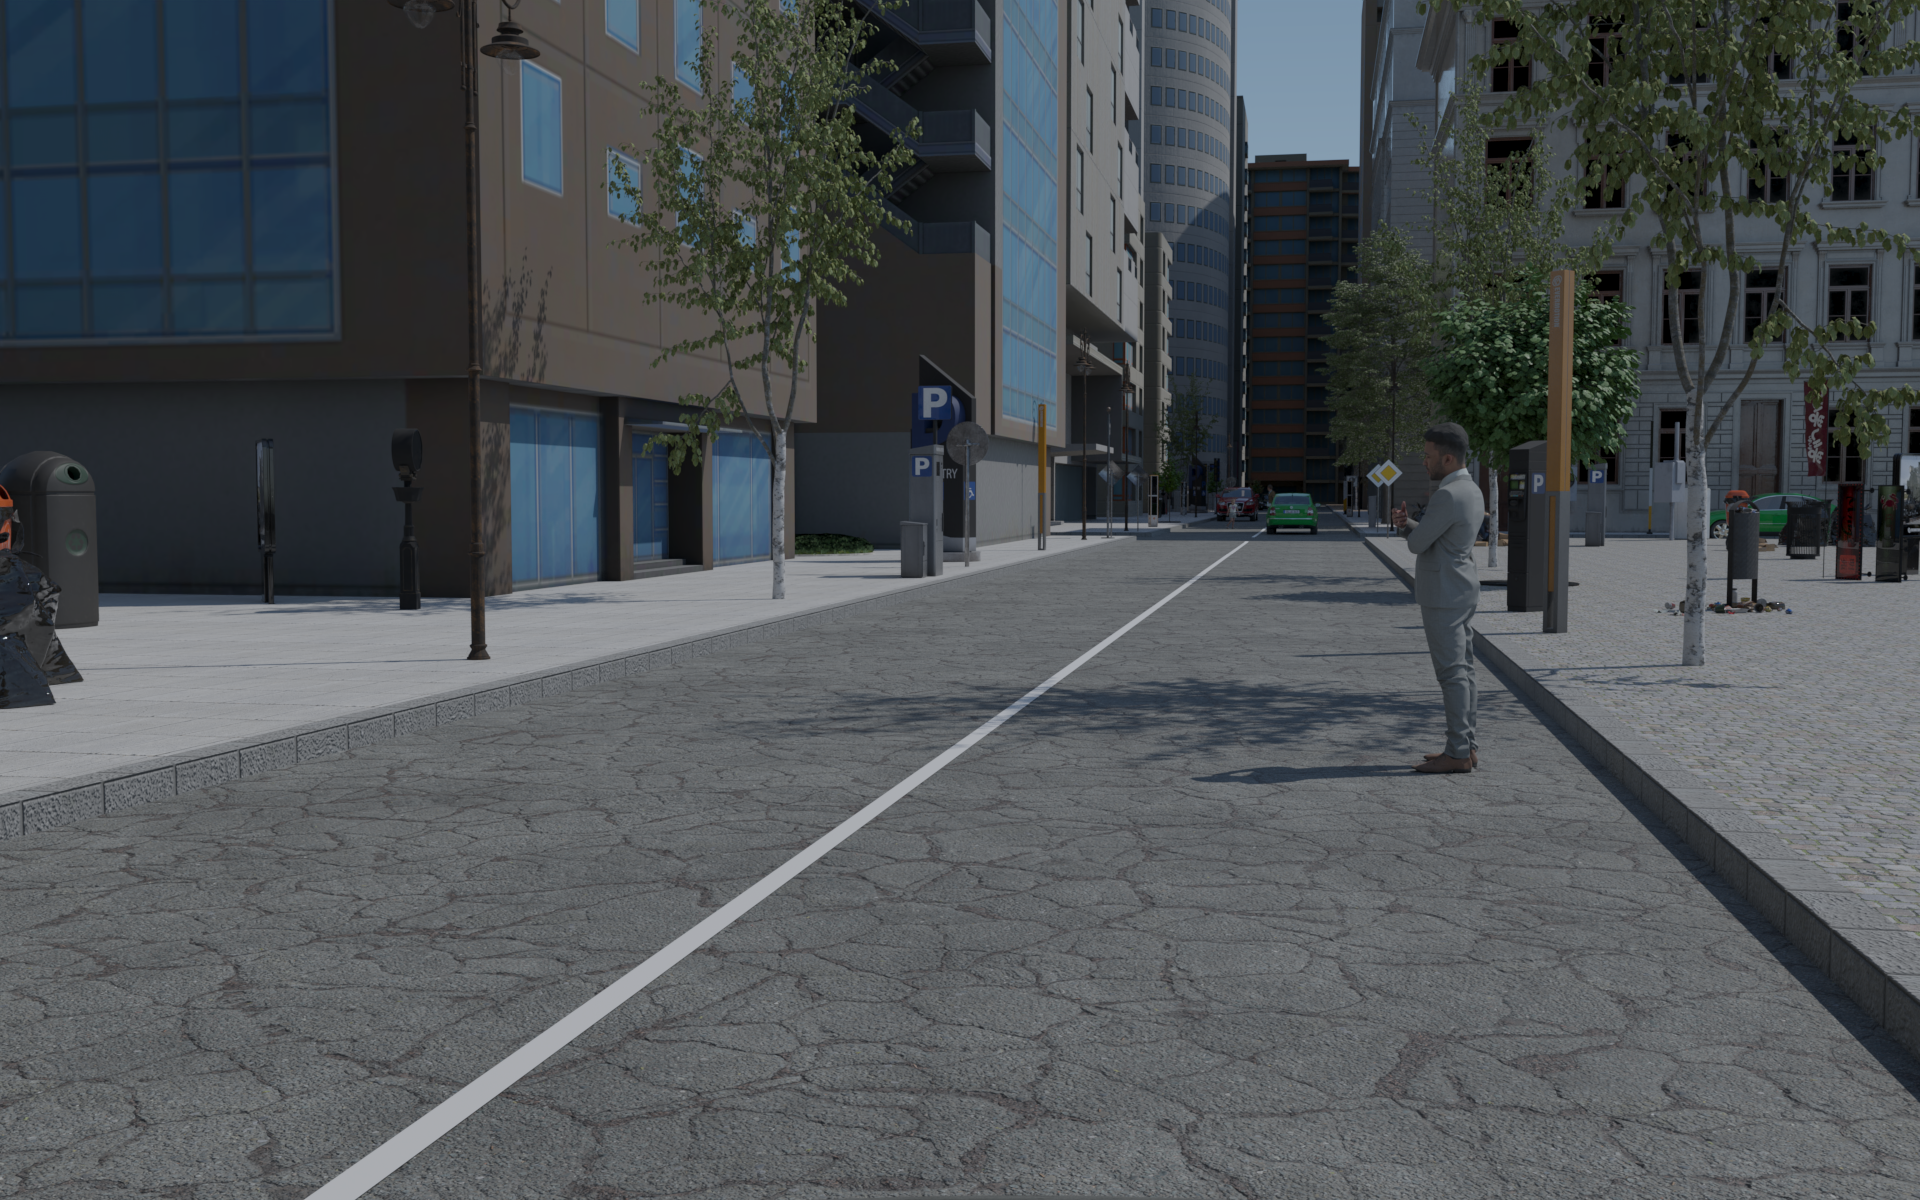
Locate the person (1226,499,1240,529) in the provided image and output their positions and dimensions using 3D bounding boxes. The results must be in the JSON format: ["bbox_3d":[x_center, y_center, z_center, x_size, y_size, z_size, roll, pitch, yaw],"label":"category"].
[{"bbox_3d":[11.165,-3.503,70.794,0.505,1.210,0.382,-1,4,-16],"label":"person"}]

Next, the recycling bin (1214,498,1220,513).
[{"bbox_3d":[17.722,-6.428,117.653,0.722,1.027,0.722,2,4,28],"label":"recycling bin"}]

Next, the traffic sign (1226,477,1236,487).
[{"bbox_3d":[20.005,-7.820,127.969,0.768,2.556,0.104,1,4,14],"label":"traffic sign"}]

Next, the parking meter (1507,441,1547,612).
[{"bbox_3d":[6.184,-0.806,18.892,0.399,1.863,0.255,-2,4,-35],"label":"parking meter"}]

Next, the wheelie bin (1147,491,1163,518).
[{"bbox_3d":[10.453,-5.206,93.019,0.693,1.594,0.980,2,4,25],"label":"wheelie bin"}]

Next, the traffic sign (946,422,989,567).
[{"bbox_3d":[0.123,-1.859,30.501,0.768,2.556,0.104,1,4,12],"label":"traffic sign"}]

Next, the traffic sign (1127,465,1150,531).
[{"bbox_3d":[6.107,-3.408,59.359,0.795,2.450,0.064,1,4,11],"label":"traffic sign"}]

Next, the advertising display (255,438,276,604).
[{"bbox_3d":[-8.220,-0.936,20.513,0.123,1.923,0.974,-2,4,-27],"label":"advertising display"}]

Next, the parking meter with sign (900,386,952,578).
[{"bbox_3d":[-0.554,-1.889,27.150,0.543,3.016,1.738,1,4,11],"label":"parking meter with sign"}]

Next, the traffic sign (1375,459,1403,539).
[{"bbox_3d":[12.339,-2.831,49.922,0.795,2.450,0.064,1,4,11],"label":"traffic sign"}]

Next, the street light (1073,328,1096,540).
[{"bbox_3d":[3.471,-4.617,48.277,0.468,5.910,1.993,1,4,11],"label":"street light"}]

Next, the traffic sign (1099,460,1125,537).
[{"bbox_3d":[4.510,-2.929,51.534,0.795,2.450,0.064,1,4,11],"label":"traffic sign"}]

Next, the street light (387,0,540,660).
[{"bbox_3d":[-3.737,-2.476,13.267,0.468,5.910,1.993,1,4,11],"label":"street light"}]

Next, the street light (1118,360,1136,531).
[{"bbox_3d":[5.769,-5.328,59.900,0.468,5.910,1.993,1,4,11],"label":"street light"}]

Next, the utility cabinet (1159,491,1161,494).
[{"bbox_3d":[15.132,-7.641,133.602,1.173,1.500,0.318,-1,4,-18],"label":"utility cabinet"}]

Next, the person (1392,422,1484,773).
[{"bbox_3d":[2.493,-0.023,9.059,0.466,1.800,0.511,1,4,16],"label":"person"}]

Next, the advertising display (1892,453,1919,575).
[{"bbox_3d":[15.106,-1.363,27.502,0.974,1.923,0.123,-2,4,-33],"label":"advertising display"}]

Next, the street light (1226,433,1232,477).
[{"bbox_3d":[20.166,-9.608,129.881,0.468,5.910,1.993,1,4,11],"label":"street light"}]

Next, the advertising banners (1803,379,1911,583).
[{"bbox_3d":[13.319,-1.813,25.835,0.090,3.025,2.074,-1,4,-16],"label":"advertising banners"}]

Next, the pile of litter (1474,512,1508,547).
[{"bbox_3d":[13.195,-1.767,42.856,1.719,0.858,1.176,-1,4,-15],"label":"pile of litter"}]

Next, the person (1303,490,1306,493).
[{"bbox_3d":[29.855,-8.658,150.190,0.705,1.807,1.348,1,4,13],"label":"person"}]

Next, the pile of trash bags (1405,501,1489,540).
[{"bbox_3d":[14.127,-2.313,47.566,3.447,1.369,1.912,-1,4,-9],"label":"pile of trash bags"}]

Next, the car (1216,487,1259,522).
[{"bbox_3d":[14.811,-5.114,92.294,2.281,1.827,5.304,1,4,12],"label":"car"}]

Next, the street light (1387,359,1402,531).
[{"bbox_3d":[14.845,-5.294,59.338,0.468,5.910,1.993,1,4,11],"label":"street light"}]

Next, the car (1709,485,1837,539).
[{"bbox_3d":[23.842,-2.588,51.106,4.718,1.807,1.959,1,4,13],"label":"car"}]

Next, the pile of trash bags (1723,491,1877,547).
[{"bbox_3d":[20.818,-2.033,42.999,3.447,1.369,1.912,1,4,22],"label":"pile of trash bags"}]

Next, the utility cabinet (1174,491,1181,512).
[{"bbox_3d":[15.660,-6.989,122.951,0.318,1.500,1.173,3,5,43],"label":"utility cabinet"}]

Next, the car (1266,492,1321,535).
[{"bbox_3d":[12.035,-3.290,62.584,1.959,1.807,4.718,1,4,12],"label":"car"}]

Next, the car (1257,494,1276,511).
[{"bbox_3d":[27.029,-8.662,151.413,2.009,1.686,4.222,1,4,13],"label":"car"}]

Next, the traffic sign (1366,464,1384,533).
[{"bbox_3d":[13.936,-3.309,57.746,0.795,2.450,0.064,1,4,11],"label":"traffic sign"}]

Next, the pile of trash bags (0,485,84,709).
[{"bbox_3d":[-6.823,-0.104,11.459,1.912,1.369,3.447,-1,4,-18],"label":"pile of trash bags"}]

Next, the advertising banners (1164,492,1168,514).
[{"bbox_3d":[12.994,-6.895,108.919,0.090,3.025,2.074,0,4,-3],"label":"advertising banners"}]

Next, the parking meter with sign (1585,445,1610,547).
[{"bbox_3d":[15.743,-2.850,42.864,0.543,3.016,1.738,1,4,22],"label":"parking meter with sign"}]

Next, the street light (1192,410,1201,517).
[{"bbox_3d":[12.964,-7.474,94.991,0.468,5.910,1.993,1,4,11],"label":"street light"}]

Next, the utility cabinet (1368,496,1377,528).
[{"bbox_3d":[15.912,-3.407,66.862,0.306,1.237,1.020,1,4,13],"label":"utility cabinet"}]

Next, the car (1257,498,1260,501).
[{"bbox_3d":[29.318,-9.331,164.358,2.131,1.459,4.920,1,4,12],"label":"car"}]

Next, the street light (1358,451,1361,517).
[{"bbox_3d":[21.998,-7.493,95.299,0.468,5.910,1.993,1,4,11],"label":"street light"}]

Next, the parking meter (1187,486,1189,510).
[{"bbox_3d":[16.572,-7.411,126.888,0.255,1.863,0.399,2,4,28],"label":"parking meter"}]

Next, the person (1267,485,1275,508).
[{"bbox_3d":[13.696,-4.141,76.122,0.836,1.842,0.656,-3,5,-39],"label":"person"}]

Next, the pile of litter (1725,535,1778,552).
[{"bbox_3d":[17.941,-1.546,39.235,1.719,0.858,1.176,-3,5,-44],"label":"pile of litter"}]

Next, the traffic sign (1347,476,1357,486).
[{"bbox_3d":[22.159,-5.860,97.934,0.606,2.300,0.079,1,4,19],"label":"traffic sign"}]
